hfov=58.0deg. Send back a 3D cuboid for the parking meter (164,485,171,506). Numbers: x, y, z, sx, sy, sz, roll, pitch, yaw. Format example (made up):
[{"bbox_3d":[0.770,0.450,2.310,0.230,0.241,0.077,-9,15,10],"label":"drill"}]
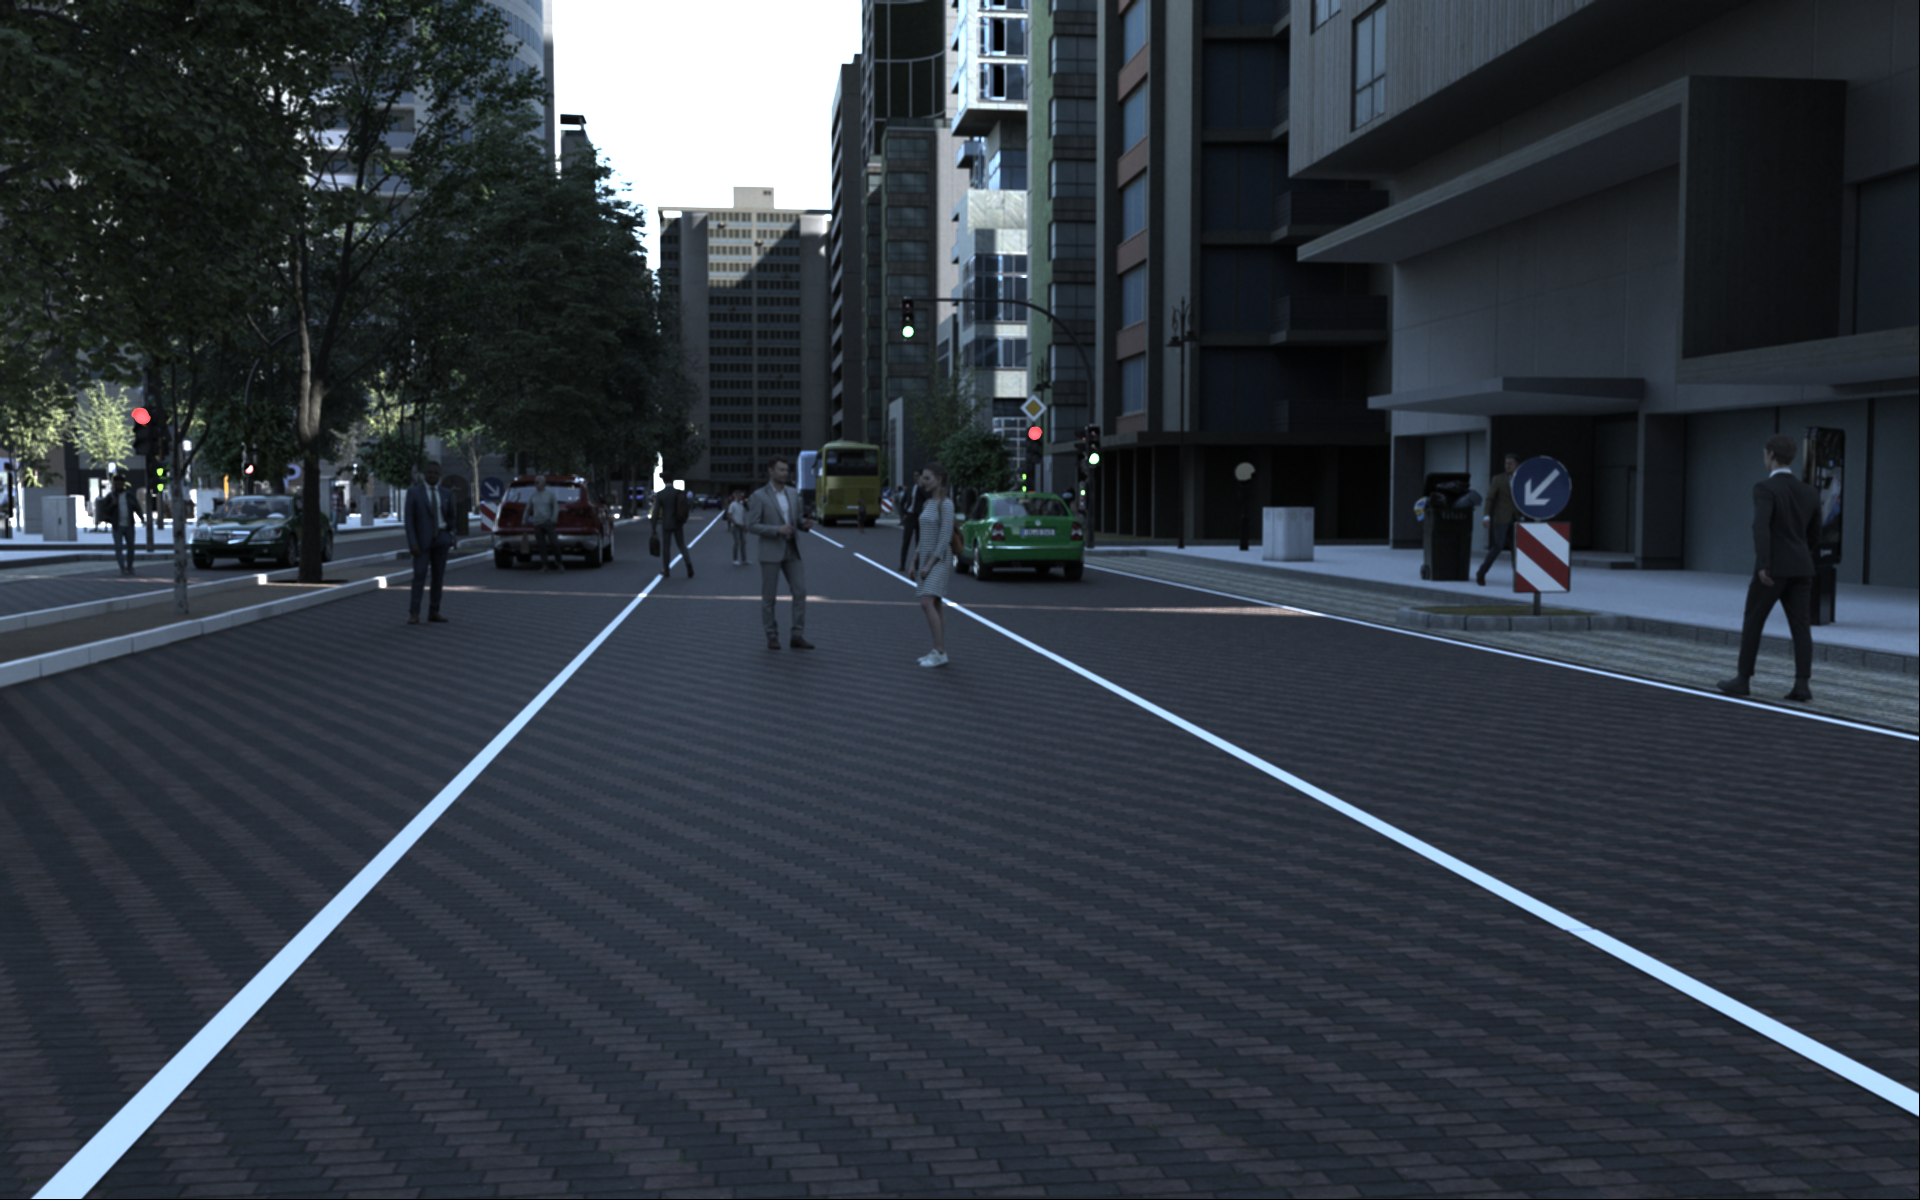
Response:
[{"bbox_3d":[-43.762,-5.500,95.633,0.255,1.863,0.399,-3,5,-40],"label":"parking meter"}]

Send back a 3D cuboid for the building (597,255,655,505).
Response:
[{"bbox_3d":[-44.382,-26.785,209.628,14.107,30.474,14.160,0,4,-7],"label":"building"}]

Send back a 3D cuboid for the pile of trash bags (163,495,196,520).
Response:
[{"bbox_3d":[-39.042,-4.755,87.498,3.447,1.369,1.912,0,4,1],"label":"pile of trash bags"}]

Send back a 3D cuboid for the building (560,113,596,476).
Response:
[{"bbox_3d":[-46.624,-30.835,187.745,14.086,41.232,14.154,0,4,-7],"label":"building"}]

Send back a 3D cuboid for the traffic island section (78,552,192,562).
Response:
[{"bbox_3d":[-17.892,-0.976,38.233,2.009,0.180,2.903,0,4,-7],"label":"traffic island section"}]

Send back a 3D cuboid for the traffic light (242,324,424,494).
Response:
[{"bbox_3d":[-16.790,-4.382,46.321,4.771,5.953,1.251,0,4,-7],"label":"traffic light"}]

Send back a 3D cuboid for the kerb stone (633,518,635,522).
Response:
[{"bbox_3d":[-16.521,-3.945,86.799,0.120,0.150,1.000,0,4,-7],"label":"kerb stone"}]

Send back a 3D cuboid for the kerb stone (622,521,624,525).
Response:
[{"bbox_3d":[-15.488,-3.453,78.656,0.120,0.150,1.000,0,4,-7],"label":"kerb stone"}]

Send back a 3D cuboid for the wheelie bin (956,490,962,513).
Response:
[{"bbox_3d":[0.239,-5.099,91.278,0.693,1.594,0.980,2,4,30],"label":"wheelie bin"}]

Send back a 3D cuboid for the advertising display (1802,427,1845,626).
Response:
[{"bbox_3d":[8.434,-0.718,16.947,0.123,1.923,0.974,3,5,42],"label":"advertising display"}]

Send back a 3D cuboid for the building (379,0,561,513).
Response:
[{"bbox_3d":[-42.611,-36.087,132.024,21.231,58.520,28.212,0,4,-7],"label":"building"}]

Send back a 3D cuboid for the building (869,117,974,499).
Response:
[{"bbox_3d":[0.665,-22.323,136.682,14.160,30.474,14.107,0,4,-7],"label":"building"}]

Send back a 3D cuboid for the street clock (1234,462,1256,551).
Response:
[{"bbox_3d":[6.462,-2.127,39.344,0.471,2.002,0.358,0,4,3],"label":"street clock"}]

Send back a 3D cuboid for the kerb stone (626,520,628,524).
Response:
[{"bbox_3d":[-15.877,-3.640,81.702,0.120,0.150,1.000,0,4,-7],"label":"kerb stone"}]

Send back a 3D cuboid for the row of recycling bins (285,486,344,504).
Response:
[{"bbox_3d":[-32.271,-4.856,86.503,3.534,1.692,1.069,1,4,22],"label":"row of recycling bins"}]

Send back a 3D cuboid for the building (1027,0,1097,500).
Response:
[{"bbox_3d":[9.928,-24.163,78.667,14.154,41.232,14.086,0,4,-7],"label":"building"}]

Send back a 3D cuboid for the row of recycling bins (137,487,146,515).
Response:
[{"bbox_3d":[-50.933,-6.239,109.123,1.069,1.692,3.534,-1,4,-9],"label":"row of recycling bins"}]

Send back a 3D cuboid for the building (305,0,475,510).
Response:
[{"bbox_3d":[-67.639,-39.104,181.352,28.212,58.520,21.231,0,4,-7],"label":"building"}]

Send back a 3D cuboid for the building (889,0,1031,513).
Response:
[{"bbox_3d":[7.940,-48.629,107.762,22.319,86.520,31.000,0,4,-7],"label":"building"}]

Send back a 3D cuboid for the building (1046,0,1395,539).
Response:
[{"bbox_3d":[17.836,-24.710,58.636,28.867,44.769,22.147,0,4,-7],"label":"building"}]

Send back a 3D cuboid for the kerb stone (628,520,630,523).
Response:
[{"bbox_3d":[-16.000,-3.702,82.723,0.120,0.150,1.000,0,4,-7],"label":"kerb stone"}]

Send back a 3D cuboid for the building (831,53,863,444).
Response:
[{"bbox_3d":[-2.822,-34.567,188.879,21.300,48.544,21.600,0,4,-7],"label":"building"}]

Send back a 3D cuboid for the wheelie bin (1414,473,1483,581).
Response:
[{"bbox_3d":[7.262,-1.087,25.682,0.980,1.594,0.693,0,4,0],"label":"wheelie bin"}]

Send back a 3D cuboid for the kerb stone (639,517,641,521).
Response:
[{"bbox_3d":[-17.166,-4.261,91.876,0.120,0.150,1.000,0,4,-7],"label":"kerb stone"}]

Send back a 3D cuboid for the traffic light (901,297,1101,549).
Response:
[{"bbox_3d":[0.978,-4.017,40.353,4.771,5.953,1.251,0,4,-7],"label":"traffic light"}]

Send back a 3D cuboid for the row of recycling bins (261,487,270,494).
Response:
[{"bbox_3d":[-42.865,-6.254,109.366,1.069,1.692,3.534,1,4,13],"label":"row of recycling bins"}]

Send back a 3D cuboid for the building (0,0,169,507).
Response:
[{"bbox_3d":[-91.870,-45.245,178.007,20.611,71.187,20.563,0,4,-7],"label":"building"}]

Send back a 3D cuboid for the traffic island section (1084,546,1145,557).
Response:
[{"bbox_3d":[3.083,-1.137,40.875,2.009,0.180,2.903,0,4,-7],"label":"traffic island section"}]

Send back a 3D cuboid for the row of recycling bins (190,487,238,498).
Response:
[{"bbox_3d":[-46.879,-6.207,108.604,3.534,1.692,1.069,1,4,15],"label":"row of recycling bins"}]

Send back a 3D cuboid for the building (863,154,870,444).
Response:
[{"bbox_3d":[-1.502,-23.193,150.899,14.160,30.474,14.107,0,4,-7],"label":"building"}]

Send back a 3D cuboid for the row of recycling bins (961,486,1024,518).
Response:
[{"bbox_3d":[1.810,-5.063,89.895,3.534,1.692,1.069,0,4,-1],"label":"row of recycling bins"}]

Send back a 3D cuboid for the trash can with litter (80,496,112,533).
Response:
[{"bbox_3d":[-28.257,-2.827,57.273,2.233,1.210,1.678,2,4,29],"label":"trash can with litter"}]

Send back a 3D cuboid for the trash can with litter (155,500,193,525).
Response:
[{"bbox_3d":[-33.328,-3.793,73.068,1.678,1.210,2.233,3,4,37],"label":"trash can with litter"}]

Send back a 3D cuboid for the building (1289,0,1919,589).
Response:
[{"bbox_3d":[22.577,-26.847,28.194,28.713,52.752,27.495,0,4,-7],"label":"building"}]

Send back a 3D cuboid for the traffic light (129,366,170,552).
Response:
[{"bbox_3d":[-17.851,-3.008,38.103,0.839,4.253,0.868,0,4,-7],"label":"traffic light"}]

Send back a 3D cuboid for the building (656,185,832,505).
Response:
[{"bbox_3d":[-26.252,-32.362,220.995,23.993,40.220,32.217,0,4,-7],"label":"building"}]

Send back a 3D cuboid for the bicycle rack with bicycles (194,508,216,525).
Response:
[{"bbox_3d":[-23.853,-2.692,57.395,2.925,0.926,2.852,-2,4,-31],"label":"bicycle rack with bicycles"}]

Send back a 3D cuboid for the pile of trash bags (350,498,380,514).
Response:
[{"bbox_3d":[-38.639,-6.180,110.788,3.447,1.369,1.912,3,5,40],"label":"pile of trash bags"}]

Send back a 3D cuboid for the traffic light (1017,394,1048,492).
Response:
[{"bbox_3d":[2.039,-3.655,48.678,0.839,4.253,0.868,0,4,-7],"label":"traffic light"}]

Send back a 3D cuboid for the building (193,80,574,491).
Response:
[{"bbox_3d":[-51.775,-28.490,157.687,32.217,40.220,23.993,0,4,-7],"label":"building"}]

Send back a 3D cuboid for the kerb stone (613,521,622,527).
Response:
[{"bbox_3d":[-15.365,-3.388,77.634,0.120,0.150,1.000,0,4,-7],"label":"kerb stone"}]

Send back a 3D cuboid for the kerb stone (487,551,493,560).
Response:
[{"bbox_3d":[-10.272,-0.931,37.423,0.120,0.150,1.000,0,4,-7],"label":"kerb stone"}]

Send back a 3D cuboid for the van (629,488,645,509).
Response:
[{"bbox_3d":[-31.864,-10.173,170.710,2.240,2.365,5.245,0,4,-6],"label":"van"}]

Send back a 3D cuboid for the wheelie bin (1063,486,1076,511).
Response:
[{"bbox_3d":[4.508,-3.827,70.484,0.693,1.594,0.980,0,4,1],"label":"wheelie bin"}]

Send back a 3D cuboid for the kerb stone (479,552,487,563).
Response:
[{"bbox_3d":[-10.136,-0.867,36.410,0.120,0.150,1.000,0,4,-7],"label":"kerb stone"}]

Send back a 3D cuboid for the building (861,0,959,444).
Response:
[{"bbox_3d":[-0.807,-44.585,167.208,20.563,71.187,20.611,0,4,-7],"label":"building"}]
